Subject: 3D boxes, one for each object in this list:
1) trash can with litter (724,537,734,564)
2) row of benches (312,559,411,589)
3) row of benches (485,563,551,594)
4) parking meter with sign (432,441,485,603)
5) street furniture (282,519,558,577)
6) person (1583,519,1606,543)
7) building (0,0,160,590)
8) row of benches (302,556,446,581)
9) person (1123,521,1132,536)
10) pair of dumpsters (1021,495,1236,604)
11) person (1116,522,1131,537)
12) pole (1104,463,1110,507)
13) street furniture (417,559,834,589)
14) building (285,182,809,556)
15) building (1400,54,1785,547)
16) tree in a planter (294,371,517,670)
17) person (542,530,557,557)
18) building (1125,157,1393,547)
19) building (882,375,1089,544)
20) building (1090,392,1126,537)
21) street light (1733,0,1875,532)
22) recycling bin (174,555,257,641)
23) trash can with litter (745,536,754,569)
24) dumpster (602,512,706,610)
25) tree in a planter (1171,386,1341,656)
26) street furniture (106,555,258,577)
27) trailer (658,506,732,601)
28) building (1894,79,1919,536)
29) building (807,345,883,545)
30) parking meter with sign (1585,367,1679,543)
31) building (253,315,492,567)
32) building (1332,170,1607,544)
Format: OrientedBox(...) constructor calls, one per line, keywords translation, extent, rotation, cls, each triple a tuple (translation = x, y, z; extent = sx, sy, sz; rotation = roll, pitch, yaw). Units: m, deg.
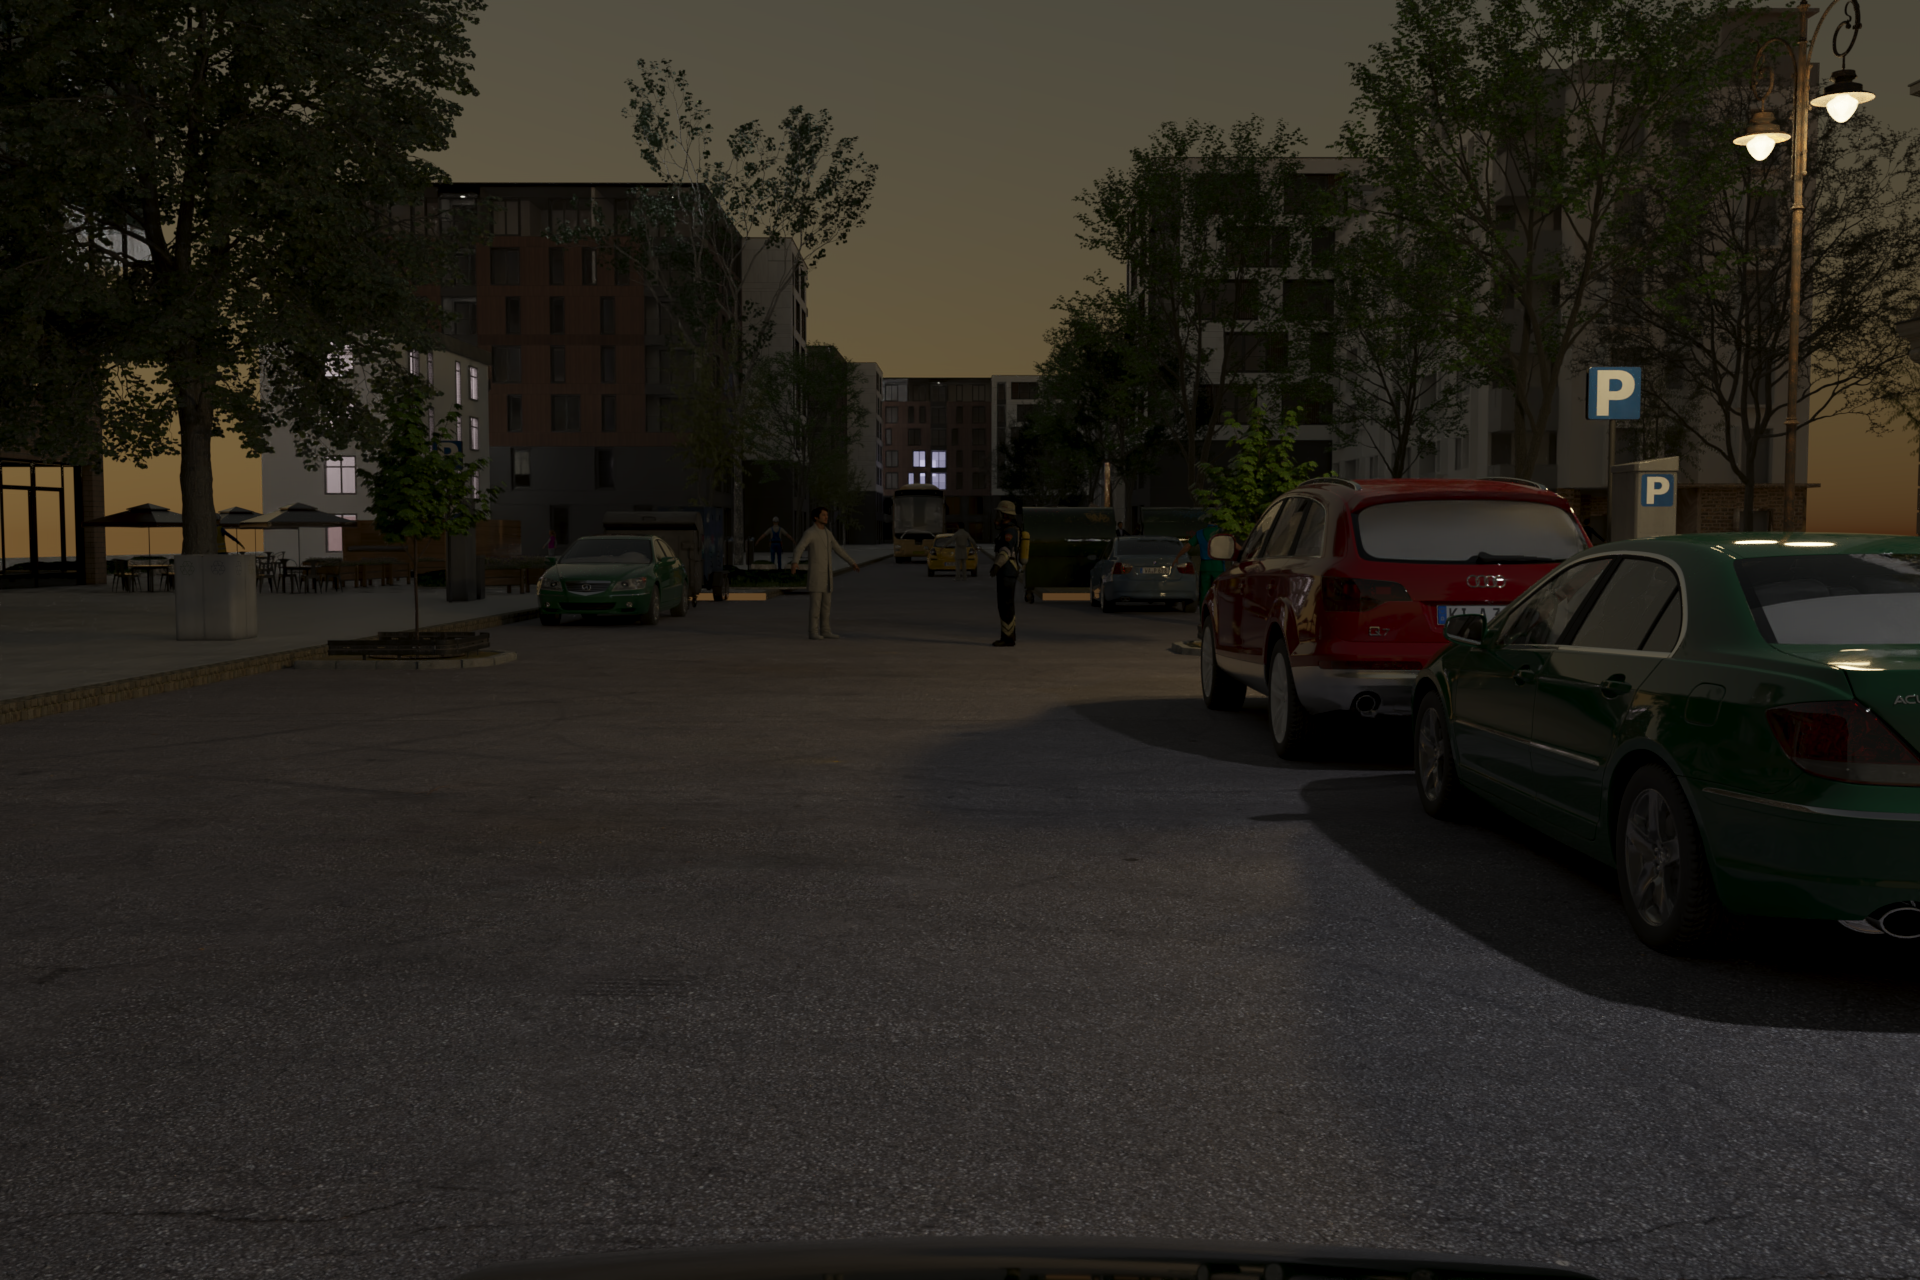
OrientedBox(translation=(-6.428, -2.339, 49.296), extent=(1.678, 1.210, 2.233), rotation=(0, 4, 0), cls="trash can with litter")
OrientedBox(translation=(-14.562, -1.632, 42.144), extent=(1.422, 0.672, 4.104), rotation=(0, 4, 7), cls="row of benches")
OrientedBox(translation=(-8.969, -1.374, 37.934), extent=(4.104, 0.672, 1.422), rotation=(-3, 5, -43), cls="row of benches")
OrientedBox(translation=(-9.548, -2.258, 33.186), extent=(0.543, 3.016, 1.738), rotation=(0, 3, 0), cls="parking meter with sign")
OrientedBox(translation=(-15.178, -2.897, 54.225), extent=(9.812, 1.723, 11.010), rotation=(0, 4, 4), cls="street furniture")
OrientedBox(translation=(21.202, -3.204, 58.574), extent=(1.347, 1.806, 0.705), rotation=(3, 5, 44), cls="person")
OrientedBox(translation=(-31.559, -13.314, 24.263), extent=(21.656, 26.213, 47.522), rotation=(0, 4, 0), cls="building")
OrientedBox(translation=(-16.067, -1.969, 47.651), extent=(4.104, 0.672, 1.422), rotation=(-1, 4, -16), cls="row of benches")
OrientedBox(translation=(6.587, -3.789, 68.079), extent=(0.705, 1.813, 1.348), rotation=(-2, 4, -31), cls="person")
OrientedBox(translation=(3.457, -1.901, 36.038), extent=(4.436, 2.255, 1.574), rotation=(0, 4, -1), cls="pair of dumpsters")
OrientedBox(translation=(5.922, -3.486, 63.720), extent=(1.216, 1.740, 0.721), rotation=(-1, 4, -9), cls="person")
OrientedBox(translation=(4.220, -3.416, 49.697), extent=(0.158, 3.312, 0.155), rotation=(0, 3, 0), cls="pole")
OrientedBox(translation=(-7.998, -1.672, 42.966), extent=(10.072, 0.657, 5.734), rotation=(0, 4, 6), cls="street furniture")
OrientedBox(translation=(-25.474, -16.713, 117.230), extent=(27.936, 21.610, 32.646), rotation=(0, 4, 0), cls="building")
OrientedBox(translation=(24.444, -13.347, 74.646), extent=(16.016, 20.090, 11.380), rotation=(0, 4, 0), cls="building")
OrientedBox(translation=(-6.056, -1.345, 19.216), extent=(1.991, 3.239, 1.994), rotation=(0, 4, 1), cls="tree in a planter")
OrientedBox(translation=(-14.633, -3.214, 61.817), extent=(0.599, 1.433, 0.991), rotation=(1, 4, 13), cls="person")
OrientedBox(translation=(24.260, -16.302, 110.506), extent=(27.936, 21.610, 32.646), rotation=(0, 3, 0), cls="building")
OrientedBox(translation=(1.879, -23.756, 234.838), extent=(32.646, 21.610, 27.936), rotation=(0, 3, 0), cls="building")
OrientedBox(translation=(22.941, -19.172, 179.916), extent=(16.747, 18.905, 31.486), rotation=(0, 4, 0), cls="building")
OrientedBox(translation=(7.172, -2.575, 14.894), extent=(0.468, 5.910, 1.993), rotation=(0, 3, 0), cls="street light")
OrientedBox(translation=(-9.080, -0.526, 21.146), extent=(0.722, 1.027, 0.722), rotation=(0, 4, 0), cls="recycling bin")
OrientedBox(translation=(-6.297, -2.579, 53.227), extent=(1.678, 1.210, 2.233), rotation=(0, 4, 2), cls="trash can with litter")
OrientedBox(translation=(-5.877, -1.530, 33.229), extent=(1.865, 1.857, 1.264), rotation=(0, 4, 0), cls="dumpster")
OrientedBox(translation=(3.613, -1.452, 20.965), extent=(1.991, 3.239, 1.994), rotation=(0, 4, -1), cls="tree in a planter")
OrientedBox(translation=(-26.440, -2.459, 55.831), extent=(5.734, 0.657, 10.072), rotation=(0, 4, 2), cls="street furniture")
OrientedBox(translation=(-5.740, -1.796, 36.411), extent=(1.471, 1.999, 3.904), rotation=(0, 4, 0), cls="trailer")
OrientedBox(translation=(26.940, -14.759, 27.208), extent=(13.634, 28.700, 20.117), rotation=(0, 4, 0), cls="building")
OrientedBox(translation=(-23.942, -22.022, 204.029), extent=(27.936, 21.610, 32.646), rotation=(0, 4, 1), cls="building")
OrientedBox(translation=(6.819, -1.289, 17.331), extent=(0.543, 3.016, 1.738), rotation=(0, 3, 0), cls="parking meter with sign")
OrientedBox(translation=(-26.191, -8.443, 80.196), extent=(9.099, 9.664, 28.070), rotation=(0, 4, 0), cls="building")
OrientedBox(translation=(25.016, -14.370, 91.365), extent=(16.016, 20.090, 11.380), rotation=(0, 4, 0), cls="building")
